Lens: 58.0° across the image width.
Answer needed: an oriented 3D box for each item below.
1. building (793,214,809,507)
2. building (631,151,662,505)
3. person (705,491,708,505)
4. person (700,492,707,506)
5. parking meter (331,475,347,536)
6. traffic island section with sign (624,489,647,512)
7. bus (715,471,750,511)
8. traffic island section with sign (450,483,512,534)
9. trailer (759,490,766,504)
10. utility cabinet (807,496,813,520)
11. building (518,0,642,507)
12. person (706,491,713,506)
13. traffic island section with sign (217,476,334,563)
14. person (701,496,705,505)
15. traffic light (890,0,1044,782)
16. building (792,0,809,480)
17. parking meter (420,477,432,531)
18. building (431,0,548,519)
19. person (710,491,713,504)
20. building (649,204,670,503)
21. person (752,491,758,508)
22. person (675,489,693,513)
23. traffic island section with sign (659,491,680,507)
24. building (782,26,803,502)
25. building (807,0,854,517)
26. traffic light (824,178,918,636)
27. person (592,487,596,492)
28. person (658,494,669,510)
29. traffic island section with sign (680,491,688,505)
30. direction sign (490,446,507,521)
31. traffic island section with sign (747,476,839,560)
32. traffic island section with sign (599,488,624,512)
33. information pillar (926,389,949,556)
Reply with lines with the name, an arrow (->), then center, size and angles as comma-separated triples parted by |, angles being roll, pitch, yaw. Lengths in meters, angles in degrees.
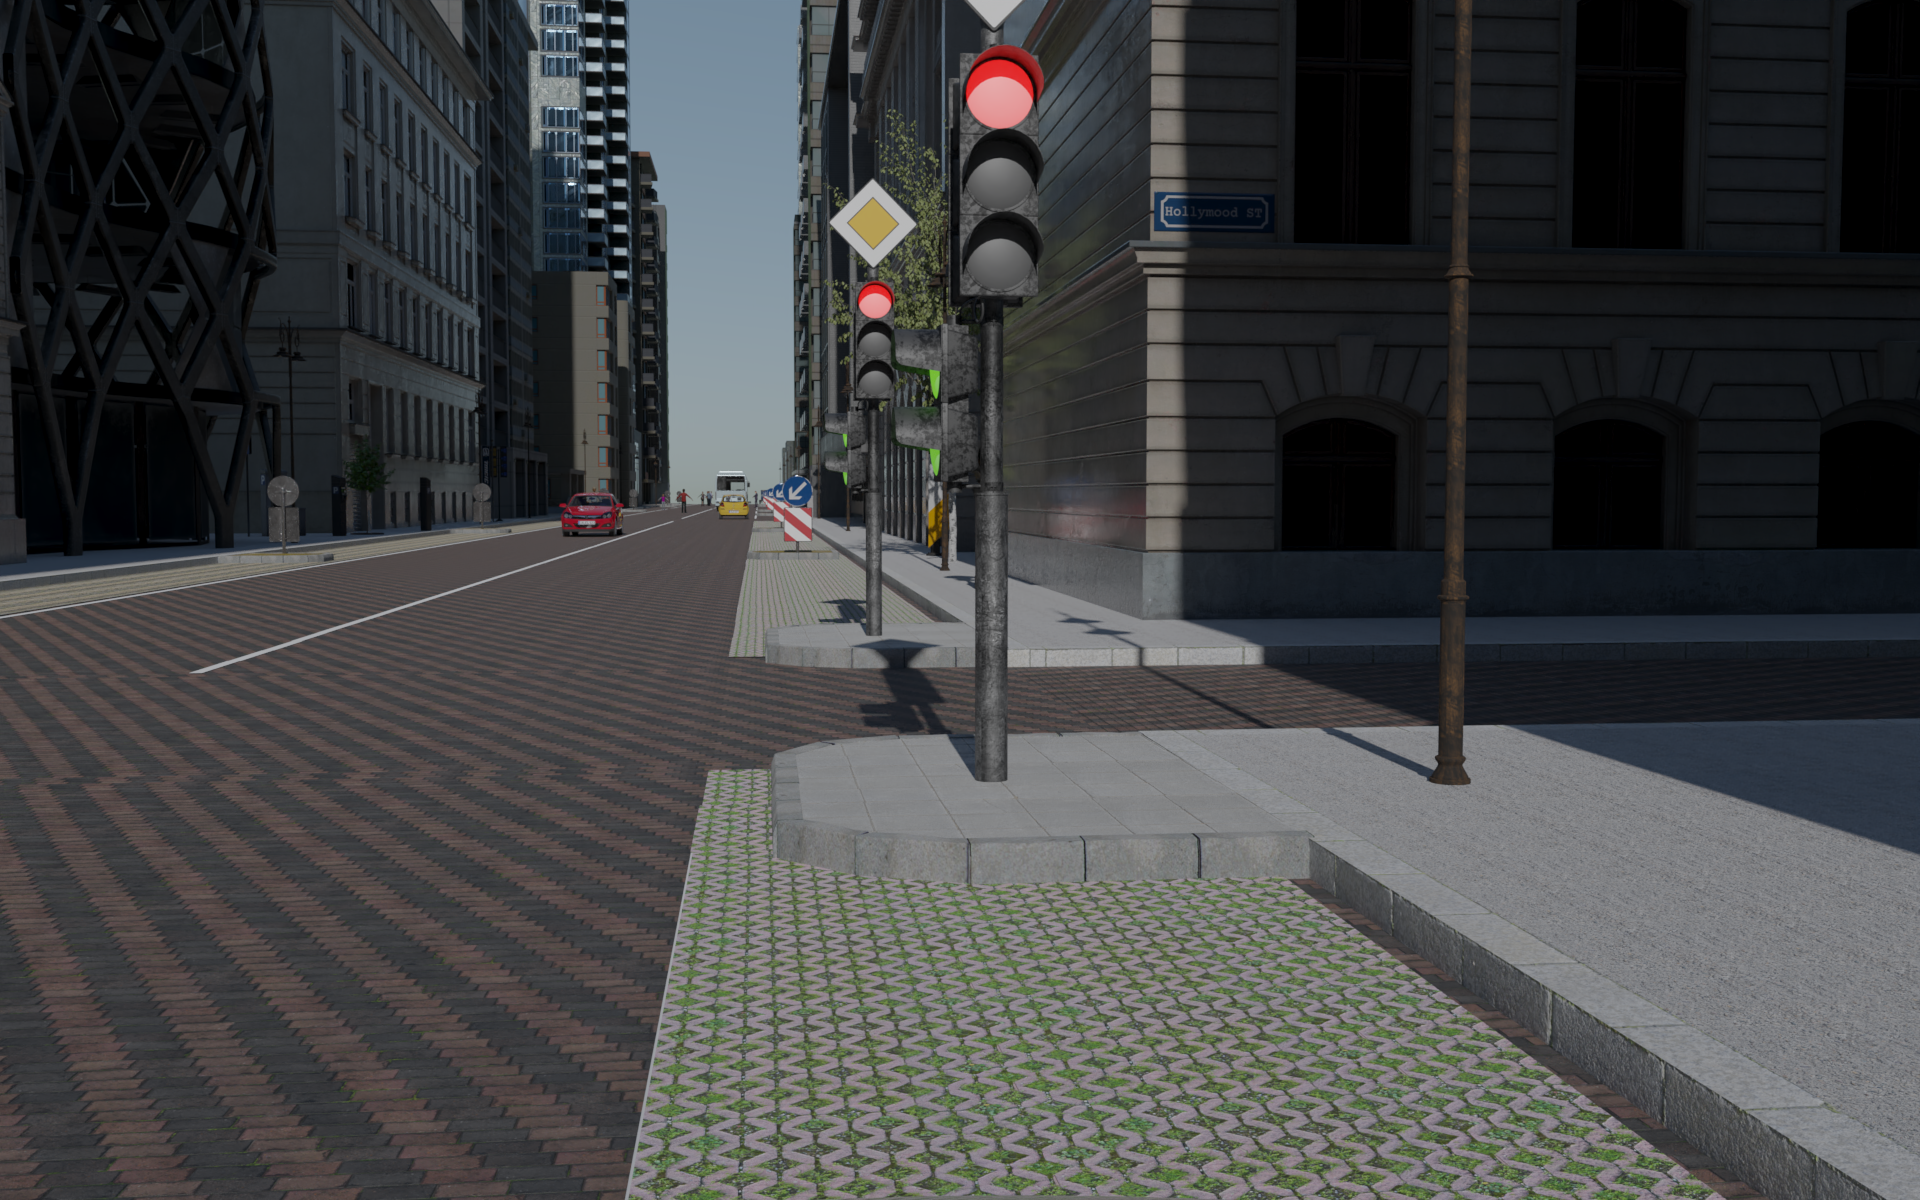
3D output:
building -> -10.395, -25.059, 181.414 | 14.160, 30.474, 14.107 | 0, 4, -7
building -> -48.887, -34.282, 215.134 | 22.147, 44.769, 28.867 | 0, 4, -7
person -> -31.853, -12.835, 218.495 | 0.705, 1.807, 1.348 | -2, 4, -26
person -> -30.167, -11.852, 202.998 | 1.217, 1.735, 0.721 | 0, 4, 0
parking meter -> -18.931, -2.881, 52.815 | 0.399, 1.863, 0.255 | 1, 4, 21
traffic island section with sign -> -26.461, -8.072, 140.611 | 1.989, 1.847, 2.006 | 0, 4, -7
bus -> -19.263, -9.273, 146.471 | 2.948, 3.499, 13.247 | 0, 4, -7
traffic island section with sign -> -17.517, -3.352, 63.439 | 1.989, 1.847, 2.006 | 0, 4, -7
trailer -> -27.407, -14.412, 242.686 | 1.471, 1.999, 3.904 | 0, 4, -6
utility cabinet -> -7.391, -4.550, 85.546 | 0.306, 1.237, 1.020 | 0, 4, -6
building -> -45.234, -53.291, 183.971 | 22.319, 86.520, 31.000 | 0, 4, -7
person -> -30.282, -12.274, 209.169 | 0.705, 1.826, 1.348 | 2, 4, 30
traffic island section with sign -> -14.409, -1.714, 36.656 | 1.989, 1.847, 2.006 | 0, 4, -7
person -> -32.232, -12.553, 216.978 | 0.421, 1.427, 0.697 | 2, 4, 25
traffic light -> 0.122, -1.146, 7.661 | 0.839, 4.253, 0.868 | 0, 4, -7
building -> -2.755, -32.545, 151.713 | 23.786, 49.044, 30.456 | 0, 4, -7
parking meter -> -18.641, -3.347, 60.429 | 0.255, 1.863, 0.399 | 1, 4, 9
building -> -34.611, -40.310, 97.323 | 20.563, 71.187, 20.611 | 0, 4, -7
person -> -35.341, -14.576, 246.685 | 0.599, 1.838, 0.709 | 0, 4, -2
building -> -47.404, -33.863, 237.252 | 14.154, 41.232, 14.086 | 0, 4, -7
person -> -21.493, -10.566, 181.705 | 0.568, 1.767, 0.683 | 0, 4, 1
person -> -20.573, -7.380, 129.096 | 1.348, 1.831, 0.705 | 0, 4, 3
traffic island section with sign -> -32.676, -11.339, 194.012 | 1.989, 1.847, 2.006 | 0, 4, -7
building -> -12.822, -56.304, 233.234 | 22.319, 86.520, 31.000 | 0, 4, -7
building -> -1.943, -25.575, 101.743 | 14.154, 41.232, 14.086 | 0, 4, -7
traffic light -> -0.798, -1.631, 15.593 | 0.839, 4.253, 0.868 | 0, 4, -7
person -> -19.649, -5.171, 93.122 | 0.705, 1.814, 1.350 | 2, 4, 32
person -> -26.382, -8.705, 154.058 | 0.991, 1.433, 0.599 | -1, 4, -15
traffic island section with sign -> -35.842, -13.018, 221.464 | 1.989, 1.847, 2.006 | 0, 4, -7
direction sign -> -21.743, -5.484, 81.667 | 0.876, 3.537, 0.379 | -3, 5, -44
traffic island section with sign -> -3.725, -1.822, 38.422 | 1.989, 1.847, 2.006 | 0, 4, -7
traffic island section with sign -> -23.365, -6.435, 113.834 | 1.989, 1.847, 2.006 | 0, 4, -7
information pillar -> -0.436, -2.720, 35.829 | 0.504, 3.616, 0.183 | 2, 4, 24
